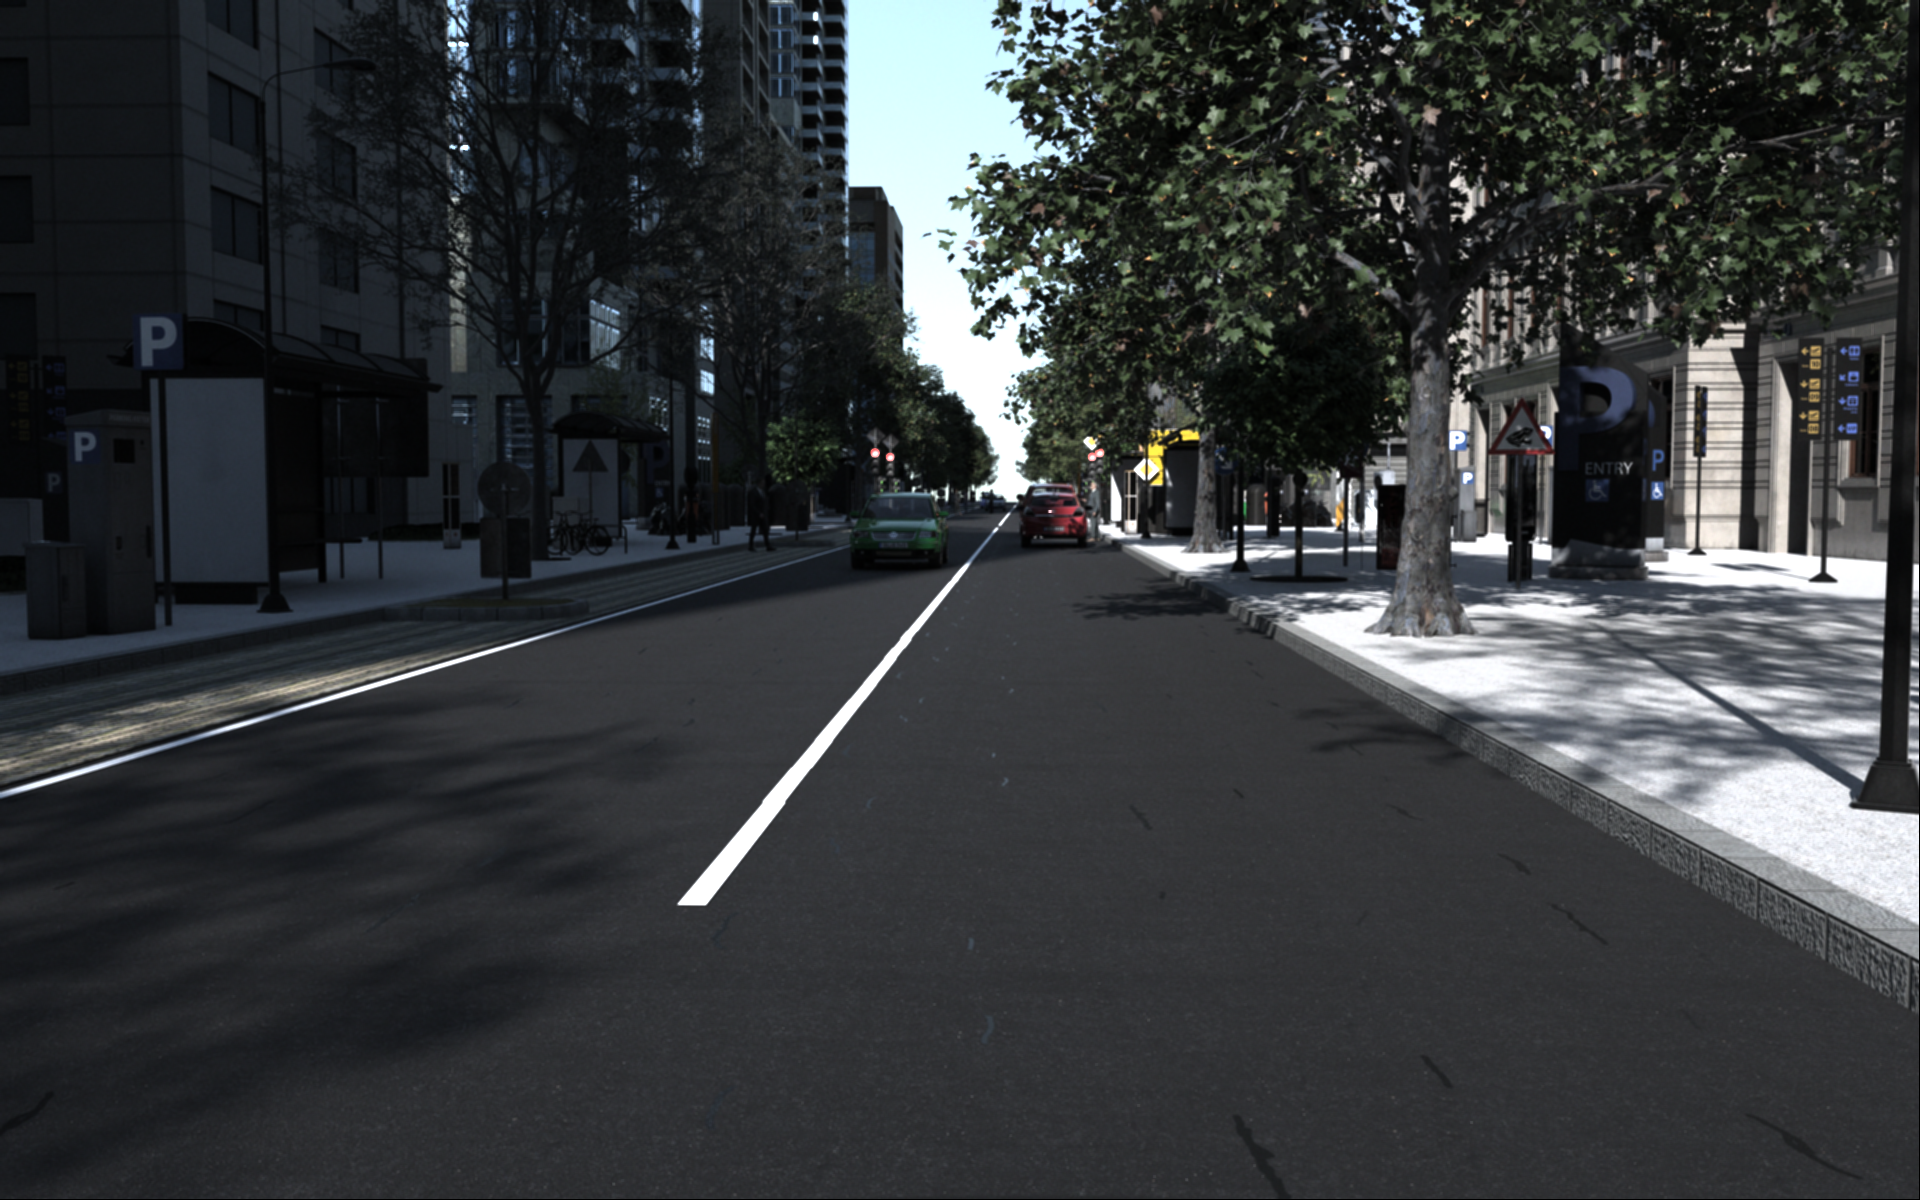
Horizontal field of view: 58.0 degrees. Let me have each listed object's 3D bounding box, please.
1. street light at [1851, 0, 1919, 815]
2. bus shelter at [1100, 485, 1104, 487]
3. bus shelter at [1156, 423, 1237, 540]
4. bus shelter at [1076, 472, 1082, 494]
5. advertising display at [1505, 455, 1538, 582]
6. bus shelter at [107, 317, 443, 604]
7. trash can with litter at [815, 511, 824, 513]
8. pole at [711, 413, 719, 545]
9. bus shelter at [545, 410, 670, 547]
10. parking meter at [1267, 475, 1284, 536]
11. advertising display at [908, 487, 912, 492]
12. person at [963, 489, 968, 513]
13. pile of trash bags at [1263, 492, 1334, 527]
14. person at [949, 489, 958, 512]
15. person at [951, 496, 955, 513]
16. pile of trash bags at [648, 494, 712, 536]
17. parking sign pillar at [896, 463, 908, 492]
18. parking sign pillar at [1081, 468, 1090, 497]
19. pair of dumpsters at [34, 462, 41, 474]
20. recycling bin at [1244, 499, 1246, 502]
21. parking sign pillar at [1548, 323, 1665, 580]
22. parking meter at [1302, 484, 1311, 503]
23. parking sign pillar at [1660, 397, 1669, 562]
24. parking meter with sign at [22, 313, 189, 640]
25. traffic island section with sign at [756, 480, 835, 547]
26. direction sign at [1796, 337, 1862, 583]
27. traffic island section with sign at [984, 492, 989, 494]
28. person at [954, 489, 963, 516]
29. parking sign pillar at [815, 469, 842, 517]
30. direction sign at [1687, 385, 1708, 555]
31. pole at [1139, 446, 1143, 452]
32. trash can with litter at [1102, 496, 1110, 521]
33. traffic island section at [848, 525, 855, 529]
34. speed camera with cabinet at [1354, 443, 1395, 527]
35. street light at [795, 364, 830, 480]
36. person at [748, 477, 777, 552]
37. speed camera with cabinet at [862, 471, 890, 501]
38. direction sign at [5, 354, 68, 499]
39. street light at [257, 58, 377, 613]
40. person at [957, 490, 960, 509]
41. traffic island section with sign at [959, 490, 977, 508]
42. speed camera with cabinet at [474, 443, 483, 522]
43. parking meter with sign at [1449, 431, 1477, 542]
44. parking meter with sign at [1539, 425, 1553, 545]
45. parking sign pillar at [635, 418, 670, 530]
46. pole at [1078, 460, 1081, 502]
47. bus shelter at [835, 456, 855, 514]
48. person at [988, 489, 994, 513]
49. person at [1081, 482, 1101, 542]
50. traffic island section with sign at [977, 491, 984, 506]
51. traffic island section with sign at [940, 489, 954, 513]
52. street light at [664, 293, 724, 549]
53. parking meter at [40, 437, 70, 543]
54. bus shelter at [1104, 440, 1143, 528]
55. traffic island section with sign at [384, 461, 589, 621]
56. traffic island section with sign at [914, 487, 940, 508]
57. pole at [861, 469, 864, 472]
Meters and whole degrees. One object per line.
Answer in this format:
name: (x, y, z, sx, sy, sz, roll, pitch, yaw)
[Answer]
street light: (3.284, -2.105, 6.952, 1.470, 5.913, 1.316, 0, 4, 2)
bus shelter: (9.384, -7.259, 109.970, 1.731, 3.624, 6.357, 0, 4, 2)
bus shelter: (6.919, -3.458, 50.465, 2.014, 3.302, 5.546, 0, 4, 2)
bus shelter: (11.042, -9.576, 150.483, 2.014, 3.302, 5.546, 0, 4, 2)
advertising display: (8.306, -1.249, 25.638, 0.123, 1.923, 0.974, 3, 4, 37)
bus shelter: (-8.644, -1.754, 22.599, 2.014, 3.302, 5.546, 0, 4, 2)
trash can with litter: (-10.395, -6.691, 120.463, 1.678, 1.210, 2.233, -3, 5, -42)
pole: (-6.190, -3.054, 43.781, 0.158, 3.312, 0.155, 0, 3, 0)
bus shelter: (-8.941, -3.103, 44.658, 2.014, 3.302, 5.546, 0, 4, 2)
parking meter: (9.536, -2.872, 52.672, 0.255, 1.863, 0.399, -1, 4, -22)
advertising display: (-4.308, -8.191, 139.138, 0.974, 1.923, 0.123, 1, 4, 19)
person: (0.414, -7.429, 129.978, 0.388, 1.821, 0.555, -2, 4, -32)
pile of trash bags: (12.910, -3.514, 67.202, 3.447, 1.369, 1.912, -3, 5, -45)
person: (-0.532, -7.664, 133.784, 0.713, 1.824, 0.794, -1, 4, -21)
person: (-0.417, -7.122, 127.537, 0.503, 1.515, 0.523, -1, 4, -15)
pile of trash bags: (-8.575, -2.701, 53.917, 1.912, 1.369, 3.447, -1, 4, -19)
parking sign pillar: (-4.661, -8.830, 132.845, 1.447, 3.967, 1.447, -1, 4, -22)
parking sign pillar: (10.032, -8.976, 135.229, 1.447, 3.967, 1.447, -3, 5, -39)
pair of dumpsters: (-10.614, -1.278, 23.385, 1.574, 2.255, 4.437, 0, 4, 2)
recycling bin: (15.461, -4.877, 92.293, 0.722, 1.027, 0.722, -3, 5, -43)
parking sign pillar: (9.754, -2.318, 26.373, 1.447, 3.967, 1.447, 2, 4, 32)
parking meter: (17.800, -5.091, 88.950, 0.399, 1.863, 0.255, 1, 4, 19)
parking sign pillar: (12.857, -2.736, 33.205, 1.447, 3.967, 1.447, -2, 4, -28)
parking meter with sign: (-7.874, -1.207, 15.988, 0.543, 3.016, 1.738, 1, 4, 11)
traffic island section with sign: (-4.446, -2.364, 47.279, 1.989, 1.847, 2.006, 0, 4, 2)
direction sign: (12.595, -2.029, 25.165, 0.876, 3.537, 0.379, 0, 4, 4)
traffic island section with sign: (3.584, -15.448, 261.200, 1.989, 1.847, 2.006, 0, 4, 2)
person: (-0.115, -6.491, 114.903, 0.573, 1.790, 0.520, 0, 4, 3)
parking sign pillar: (-7.311, -6.631, 96.895, 1.447, 3.967, 1.447, -1, 4, -16)
direction sign: (15.566, -2.720, 36.470, 0.379, 3.537, 0.876, 3, 4, 37)
pole: (7.498, -4.764, 71.728, 0.158, 3.312, 0.155, 0, 3, 0)
trash can with litter: (7.233, -4.315, 81.935, 1.055, 1.170, 0.624, 1, 4, 14)
traffic island section: (-3.515, -3.039, 71.962, 2.009, 0.180, 2.903, 0, 4, 2)
speed camera with cabinet: (16.257, -4.502, 67.948, 0.660, 3.252, 2.038, -1, 4, -19)
street light: (-5.321, -5.469, 61.967, 1.470, 5.913, 1.316, 0, 4, 2)
person: (-4.918, -2.116, 42.881, 0.755, 1.850, 0.659, 2, 4, 29)
speed camera with cabinet: (-5.101, -6.886, 106.914, 2.038, 3.252, 0.660, -2, 4, -34)
direction sign: (-15.032, -2.219, 28.276, 0.876, 3.537, 0.379, -3, 4, -36)
street light: (-6.905, -2.818, 18.619, 1.470, 5.913, 1.316, 0, 4, 2)
person: (-0.221, -9.384, 161.951, 0.705, 1.821, 1.348, 0, 4, -6)
traffic island section with sign: (0.513, -10.436, 179.252, 1.989, 1.847, 2.006, 0, 4, 2)
speed camera with cabinet: (-19.105, -4.503, 67.958, 0.660, 3.252, 2.038, -1, 4, -12)
parking meter with sign: (13.630, -3.096, 46.880, 0.543, 3.016, 1.738, 0, 4, 2)
parking meter with sign: (15.078, -2.876, 43.288, 0.543, 3.016, 1.738, -1, 4, -19)
parking sign pillar: (-10.892, -4.493, 61.938, 1.447, 3.967, 1.447, 3, 5, 42)
pole: (6.983, -6.582, 101.458, 0.158, 3.312, 0.155, 0, 3, 0)
bus shelter: (-6.984, -7.165, 108.430, 1.731, 3.624, 6.357, 0, 4, 2)
person: (2.312, -7.384, 129.412, 0.473, 1.802, 0.592, 2, 4, 23)
person: (3.985, -2.677, 52.452, 0.590, 1.801, 0.661, -1, 4, -10)
traffic island section with sign: (1.537, -12.092, 206.333, 1.989, 1.847, 2.006, 0, 4, 2)
traffic island section with sign: (-1.349, -7.409, 129.767, 1.989, 1.847, 2.006, 0, 4, 2)
street light: (-6.148, -4.132, 40.100, 1.470, 5.913, 1.316, 0, 4, 2)
parking meter: (-9.229, -0.745, 17.885, 0.399, 1.863, 0.255, 1, 4, 18)
bus shelter: (6.408, -4.264, 63.643, 2.014, 3.302, 5.546, 0, 4, 2)
traffic island section with sign: (-5.463, -0.716, 20.343, 1.989, 1.847, 2.006, 0, 4, 2)
traffic island section with sign: (-2.357, -5.762, 102.830, 1.989, 1.847, 2.006, 0, 4, 2)
pole: (-7.754, -8.833, 138.262, 0.158, 3.312, 0.155, 0, 3, 0)
